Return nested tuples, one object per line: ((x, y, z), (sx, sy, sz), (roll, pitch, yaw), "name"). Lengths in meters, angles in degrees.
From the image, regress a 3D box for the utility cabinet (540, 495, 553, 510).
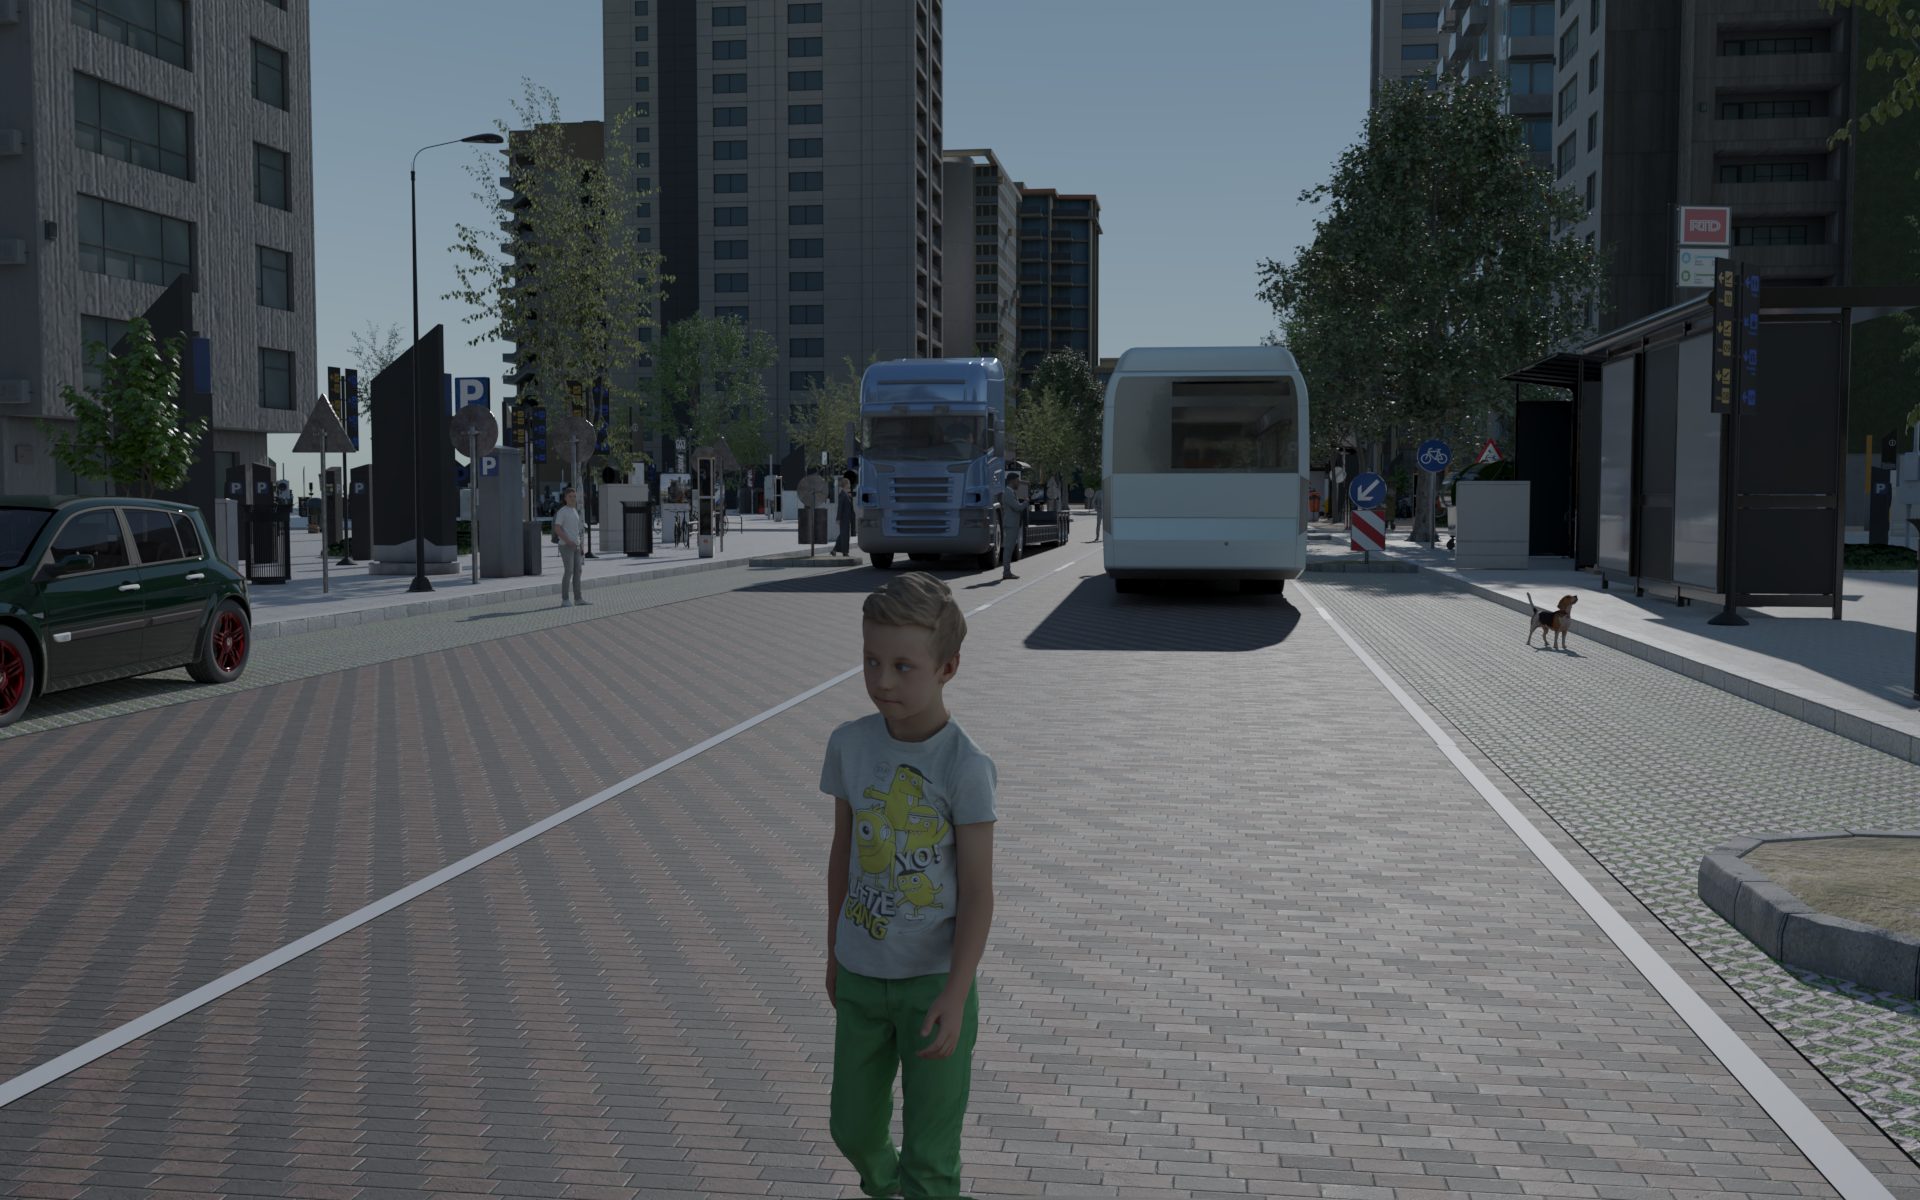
((-30.565, -7.155, 128.152), (0.306, 1.237, 1.020), (2, 4, 30), "utility cabinet")

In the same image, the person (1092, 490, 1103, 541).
((4.415, -2.742, 53.433), (0.635, 1.810, 0.391), (-1, 4, -15), "person")

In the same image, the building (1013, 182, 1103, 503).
((5.341, -36.168, 245.974), (28.867, 44.769, 22.147), (1, 4, 8), "building")

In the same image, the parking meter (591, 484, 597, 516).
((-21.489, -5.872, 101.715), (0.255, 1.863, 0.399), (-1, 4, -17), "parking meter")

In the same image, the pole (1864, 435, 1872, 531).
((31.482, -4.050, 60.054), (0.158, 3.312, 0.155), (0, 3, 0), "pole")

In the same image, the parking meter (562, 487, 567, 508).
((-31.391, -8.062, 137.519), (0.399, 1.863, 0.255), (-3, 5, -41), "parking meter")

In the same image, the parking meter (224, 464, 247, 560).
((-14.002, -1.699, 33.493), (0.399, 1.863, 0.255), (-1, 4, -21), "parking meter")

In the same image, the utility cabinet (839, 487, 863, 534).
((-3.266, -2.799, 54.438), (1.173, 1.500, 0.318), (3, 5, 41), "utility cabinet")

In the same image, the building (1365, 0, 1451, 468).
((53.944, -39.223, 183.299), (21.231, 58.520, 28.212), (1, 4, 8), "building")

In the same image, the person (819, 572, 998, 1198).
((-0.088, 0.599, 2.954), (0.306, 1.304, 0.590), (0, 4, 2), "person")

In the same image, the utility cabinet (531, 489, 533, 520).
((-19.331, -4.108, 75.840), (1.173, 1.500, 0.318), (0, 4, -7), "utility cabinet")

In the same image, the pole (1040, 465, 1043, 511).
((5.501, -7.541, 117.140), (0.158, 3.312, 0.155), (0, 3, 0), "pole")

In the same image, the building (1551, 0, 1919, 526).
((34.242, -18.585, 75.560), (14.107, 30.474, 14.160), (1, 4, 8), "building")

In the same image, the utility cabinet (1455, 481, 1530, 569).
((9.059, -1.273, 29.489), (1.173, 1.500, 0.318), (1, 4, 11), "utility cabinet")

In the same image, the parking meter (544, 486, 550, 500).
((-28.354, -6.922, 118.891), (0.255, 1.863, 0.399), (-2, 4, -34), "parking meter")

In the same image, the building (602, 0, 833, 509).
((-27.342, -46.487, 198.312), (20.611, 71.187, 20.563), (1, 4, 8), "building")

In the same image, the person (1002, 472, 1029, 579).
((0.933, -1.259, 29.265), (0.466, 1.800, 0.511), (0, 4, -5), "person")

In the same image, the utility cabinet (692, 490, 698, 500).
((-14.089, -5.113, 92.283), (1.173, 1.500, 0.318), (1, 4, 11), "utility cabinet")

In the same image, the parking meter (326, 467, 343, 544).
((-13.227, -1.886, 36.541), (0.255, 1.863, 0.399), (0, 4, 7), "parking meter")

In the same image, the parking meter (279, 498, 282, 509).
((-47.929, -6.947, 121.999), (0.372, 1.533, 0.369), (0, 3, 0), "parking meter")

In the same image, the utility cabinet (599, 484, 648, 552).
((-7.455, -1.816, 38.367), (0.318, 1.500, 1.173), (3, 4, 38), "utility cabinet")

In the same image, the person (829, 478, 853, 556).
((-2.579, -1.776, 37.958), (0.534, 1.772, 0.576), (-1, 4, -15), "person")

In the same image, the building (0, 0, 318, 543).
((-24.339, -16.526, 41.904), (14.107, 30.474, 14.160), (1, 4, 8), "building")

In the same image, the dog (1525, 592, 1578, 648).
((5.520, 0.190, 16.174), (0.540, 0.507, 0.406), (2, 4, 30), "dog")

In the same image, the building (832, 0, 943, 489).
((-10.096, -43.609, 151.253), (20.563, 71.187, 20.611), (1, 4, 8), "building")

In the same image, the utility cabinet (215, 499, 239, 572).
((-10.493, -0.778, 23.878), (1.020, 1.237, 0.306), (0, 4, 8), "utility cabinet")

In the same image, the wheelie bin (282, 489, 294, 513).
((-45.892, -6.742, 118.146), (0.980, 1.594, 0.693), (0, 4, -5), "wheelie bin")

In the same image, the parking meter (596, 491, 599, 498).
((-25.629, -6.969, 122.346), (0.372, 1.533, 0.369), (0, 3, 0), "parking meter")

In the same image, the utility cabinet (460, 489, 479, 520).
((-22.239, -4.273, 78.548), (1.173, 1.500, 0.318), (3, 5, 44), "utility cabinet")

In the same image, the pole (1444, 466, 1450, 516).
((22.259, -5.215, 79.107), (0.158, 3.312, 0.155), (0, 3, 0), "pole")

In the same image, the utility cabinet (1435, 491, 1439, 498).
((31.653, -6.548, 115.741), (0.318, 1.500, 1.173), (0, 4, -2), "utility cabinet")

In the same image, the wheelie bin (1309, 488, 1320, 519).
((17.858, -4.868, 87.500), (0.693, 1.594, 0.980), (1, 4, 14), "wheelie bin")

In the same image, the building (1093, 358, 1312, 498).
((34.231, -24.442, 244.662), (28.899, 21.520, 27.650), (1, 4, 8), "building")

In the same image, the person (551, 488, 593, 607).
((-4.939, -0.668, 22.025), (0.523, 1.515, 0.503), (-1, 4, -11), "person")

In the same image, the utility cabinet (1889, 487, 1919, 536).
((28.702, -2.669, 52.318), (0.318, 1.500, 1.173), (-1, 4, -21), "utility cabinet")

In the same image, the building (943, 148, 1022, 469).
((-6.049, -30.508, 190.684), (23.993, 40.220, 32.217), (1, 4, 8), "building")

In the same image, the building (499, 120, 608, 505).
((-44.671, -33.929, 204.855), (14.200, 45.320, 14.600), (1, 4, 8), "building")

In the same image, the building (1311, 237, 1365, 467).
((60.862, -33.720, 243.203), (23.993, 40.220, 32.217), (1, 4, 8), "building")

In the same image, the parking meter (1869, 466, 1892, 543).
((19.060, -1.844, 35.856), (0.399, 1.863, 0.255), (2, 4, 28), "parking meter")

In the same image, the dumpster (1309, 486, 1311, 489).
((18.056, -5.280, 92.087), (1.264, 1.857, 1.865), (0, 4, 8), "dumpster")

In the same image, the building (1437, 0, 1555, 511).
((44.807, -30.478, 117.920), (23.786, 49.044, 30.456), (1, 4, 8), "building")

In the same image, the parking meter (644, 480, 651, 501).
((-12.419, -3.836, 68.434), (0.399, 1.863, 0.255), (-3, 5, -43), "parking meter")

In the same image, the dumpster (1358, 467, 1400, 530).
((15.039, -3.677, 62.609), (1.502, 2.255, 1.985), (0, 4, 8), "dumpster")

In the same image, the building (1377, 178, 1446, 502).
((44.473, -23.134, 149.946), (14.160, 30.474, 14.107), (1, 4, 8), "building")

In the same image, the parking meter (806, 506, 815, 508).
((-7.060, -4.653, 81.792), (0.399, 1.863, 0.255), (3, 5, 42), "parking meter")

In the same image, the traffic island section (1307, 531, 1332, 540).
((10.687, -2.000, 54.979), (2.009, 0.180, 2.903), (1, 4, 8), "traffic island section")
